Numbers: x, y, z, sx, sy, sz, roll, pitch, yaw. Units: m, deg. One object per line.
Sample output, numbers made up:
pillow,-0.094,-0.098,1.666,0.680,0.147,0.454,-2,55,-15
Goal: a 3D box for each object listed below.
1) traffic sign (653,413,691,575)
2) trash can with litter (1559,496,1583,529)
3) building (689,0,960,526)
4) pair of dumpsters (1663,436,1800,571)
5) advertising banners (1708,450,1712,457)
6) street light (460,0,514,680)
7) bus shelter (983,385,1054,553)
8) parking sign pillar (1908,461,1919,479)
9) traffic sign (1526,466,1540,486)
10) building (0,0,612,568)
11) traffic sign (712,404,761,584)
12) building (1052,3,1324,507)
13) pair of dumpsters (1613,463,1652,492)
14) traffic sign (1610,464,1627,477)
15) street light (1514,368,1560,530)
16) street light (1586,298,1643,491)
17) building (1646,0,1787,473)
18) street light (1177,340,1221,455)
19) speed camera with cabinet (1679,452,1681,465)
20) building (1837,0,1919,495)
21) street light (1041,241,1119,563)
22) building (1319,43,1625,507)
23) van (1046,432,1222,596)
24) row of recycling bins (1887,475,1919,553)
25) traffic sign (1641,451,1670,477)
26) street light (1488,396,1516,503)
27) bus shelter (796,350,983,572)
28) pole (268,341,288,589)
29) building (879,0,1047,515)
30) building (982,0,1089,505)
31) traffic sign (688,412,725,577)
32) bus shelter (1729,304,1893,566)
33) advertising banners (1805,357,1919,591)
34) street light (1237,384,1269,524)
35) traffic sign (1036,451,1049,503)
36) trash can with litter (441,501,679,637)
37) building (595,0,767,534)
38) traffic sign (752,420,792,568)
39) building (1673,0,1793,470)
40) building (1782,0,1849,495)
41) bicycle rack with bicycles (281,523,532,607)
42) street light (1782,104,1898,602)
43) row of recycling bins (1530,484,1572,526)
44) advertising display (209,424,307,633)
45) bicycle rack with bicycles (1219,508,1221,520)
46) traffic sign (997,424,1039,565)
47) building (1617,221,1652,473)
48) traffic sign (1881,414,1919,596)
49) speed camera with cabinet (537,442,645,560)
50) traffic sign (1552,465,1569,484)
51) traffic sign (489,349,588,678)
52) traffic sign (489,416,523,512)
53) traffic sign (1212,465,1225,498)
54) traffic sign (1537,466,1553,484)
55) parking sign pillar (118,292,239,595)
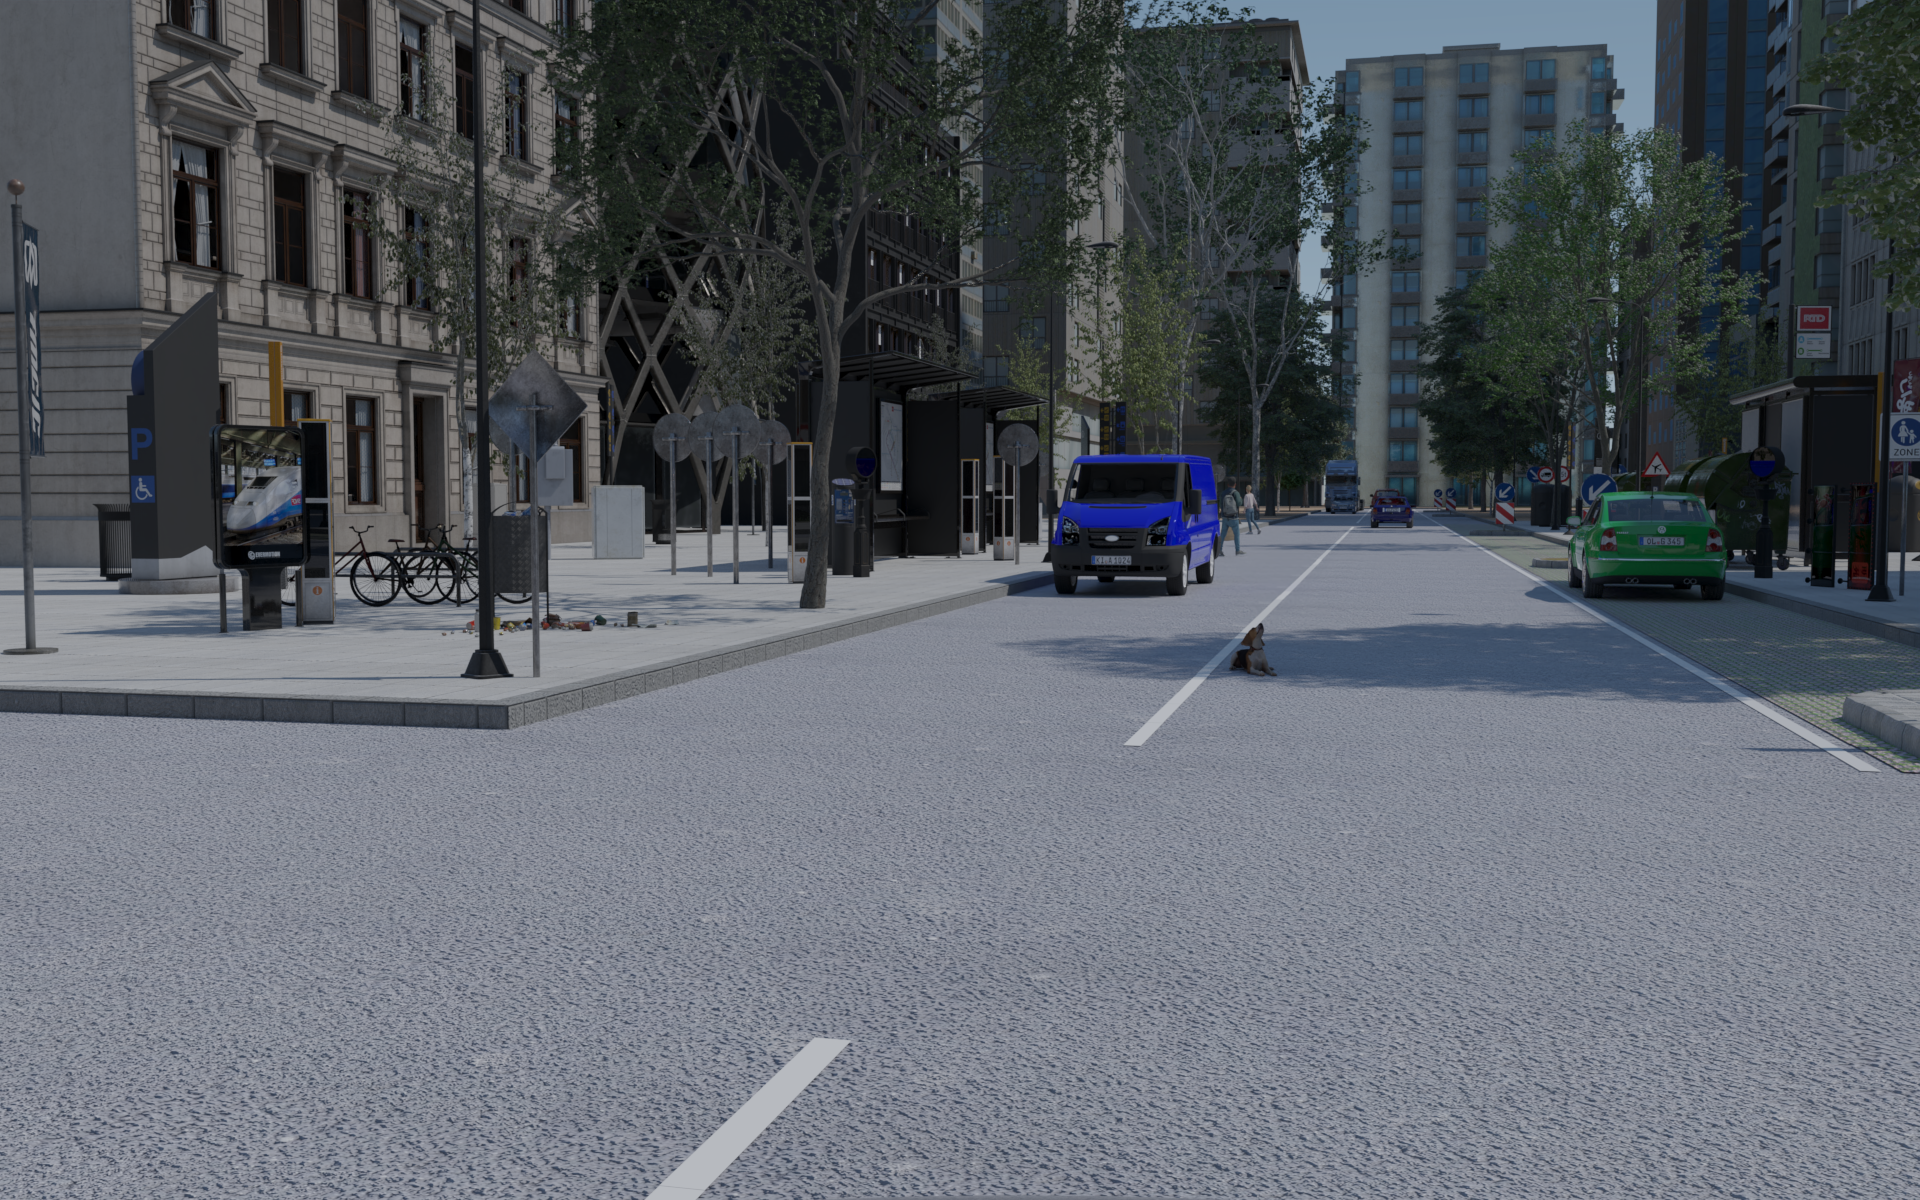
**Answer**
traffic sign,-4.525,-1.663,27.300,0.768,2.556,0.104,1,4,22
trash can with litter,22.949,-3.230,63.865,1.678,1.210,2.233,1,4,21
building,-7.854,-15.195,78.111,12.332,23.373,15.834,1,4,14
pair of dumpsters,13.789,-1.750,31.104,1.574,2.255,4.437,1,4,14
advertising banners,29.935,-4.495,69.680,0.090,3.025,2.074,1,4,9
street light,-2.794,-2.403,11.837,1.470,5.913,1.316,1,4,14
bus shelter,0.787,-3.020,40.664,1.731,3.624,6.357,1,4,14
parking sign pillar,30.901,-4.195,57.059,1.447,3.967,1.447,1,4,22
traffic sign,26.467,-4.873,79.775,0.768,2.556,0.104,1,4,15
building,-16.417,-10.681,39.264,10.561,19.102,19.286,1,4,14
traffic sign,-3.195,-1.501,24.641,0.768,2.556,0.104,1,4,20
building,26.942,-37.103,195.869,27.495,52.752,28.713,1,4,14
pair of dumpsters,21.725,-3.244,55.526,1.574,2.255,4.437,1,4,14
traffic sign,28.157,-4.531,74.193,0.768,2.556,0.104,1,4,20
street light,20.635,-5.442,61.511,1.470,5.913,1.316,1,4,14
street light,15.497,-4.186,40.978,1.470,5.913,1.316,1,4,14
building,60.175,-29.328,129.632,14.600,45.320,14.200,1,4,14
street light,7.147,-4.883,52.386,1.470,5.913,1.316,1,4,14
speed camera with cabinet,32.894,-5.268,80.462,2.038,3.252,0.660,-1,4,-10
building,43.366,-15.251,67.376,12.078,24.808,19.932,1,4,14
street light,2.225,-3.643,32.106,1.470,5.913,1.316,1,4,14
building,54.713,-34.732,187.477,30.456,49.044,23.786,1,4,14
van,2.745,-1.344,26.367,2.240,2.365,5.245,1,4,15
row of recycling bins,22.192,-1.911,38.352,3.534,1.692,1.069,0,3,0
traffic sign,21.244,-3.232,52.854,0.884,2.594,0.081,1,4,22
street light,25.615,-6.682,81.791,1.470,5.913,1.316,1,4,14
bus shelter,-1.200,-2.465,31.584,1.731,3.624,6.357,1,4,14
pole,-9.160,-1.799,23.264,0.158,3.312,0.155,0,3,0
building,-11.914,-25.177,103.531,32.217,40.220,23.993,1,4,14
building,-1.864,-33.540,137.610,27.495,52.752,28.713,1,4,14
traffic sign,-3.873,-1.630,26.763,0.768,2.556,0.104,1,4,18
bus shelter,16.808,-3.483,34.579,2.179,5.291,8.768,1,4,14
advertising banners,12.057,-1.648,23.135,0.090,3.025,2.074,-1,4,-11
street light,12.337,-6.164,73.318,1.470,5.913,1.316,1,4,14
traffic sign,2.335,-3.156,51.703,0.768,2.556,0.104,1,4,14
trash can with litter,-3.780,-0.332,16.486,2.233,1.210,1.678,-1,4,-16
building,-15.309,-11.627,57.554,16.820,18.784,16.811,1,4,14
traffic sign,-3.273,-1.819,29.850,0.768,2.556,0.104,1,4,16
building,58.781,-48.481,105.334,22.319,86.520,31.000,1,4,14
building,48.822,-24.600,85.810,14.154,41.232,14.086,1,4,14
bicycle rack with bicycles,-6.279,-0.438,20.546,2.925,0.926,2.852,1,4,11
street light,10.509,-2.946,20.714,1.470,5.913,1.316,1,4,14
row of recycling bins,24.392,-3.924,71.277,1.069,1.692,3.534,2,4,35
advertising display,-6.599,-0.680,16.333,0.123,1.923,0.974,2,4,29
bicycle rack with bicycles,11.820,-4.253,82.912,2.852,0.926,2.925,-1,4,-11
traffic sign,1.040,-1.914,31.406,0.768,2.556,0.104,1,4,15
building,75.294,-24.794,177.076,14.107,30.474,14.160,1,4,14
traffic sign,11.884,-1.203,21.792,0.606,2.300,0.079,1,4,22
speed camera with cabinet,-7.262,-2.426,34.002,2.038,3.252,0.660,-1,4,-17
traffic sign,26.630,-4.688,76.760,0.768,2.556,0.104,2,4,23
traffic sign,-2.961,-0.515,12.062,0.795,2.450,0.064,1,4,14
traffic sign,-5.821,-1.373,22.547,0.768,2.556,0.104,1,4,19
traffic sign,11.107,-4.586,75.083,0.768,2.556,0.104,1,4,16
traffic sign,26.876,-4.854,79.472,0.768,2.556,0.104,1,4,20
parking sign pillar,-10.239,-2.087,22.601,1.447,3.967,1.447,1,4,13
